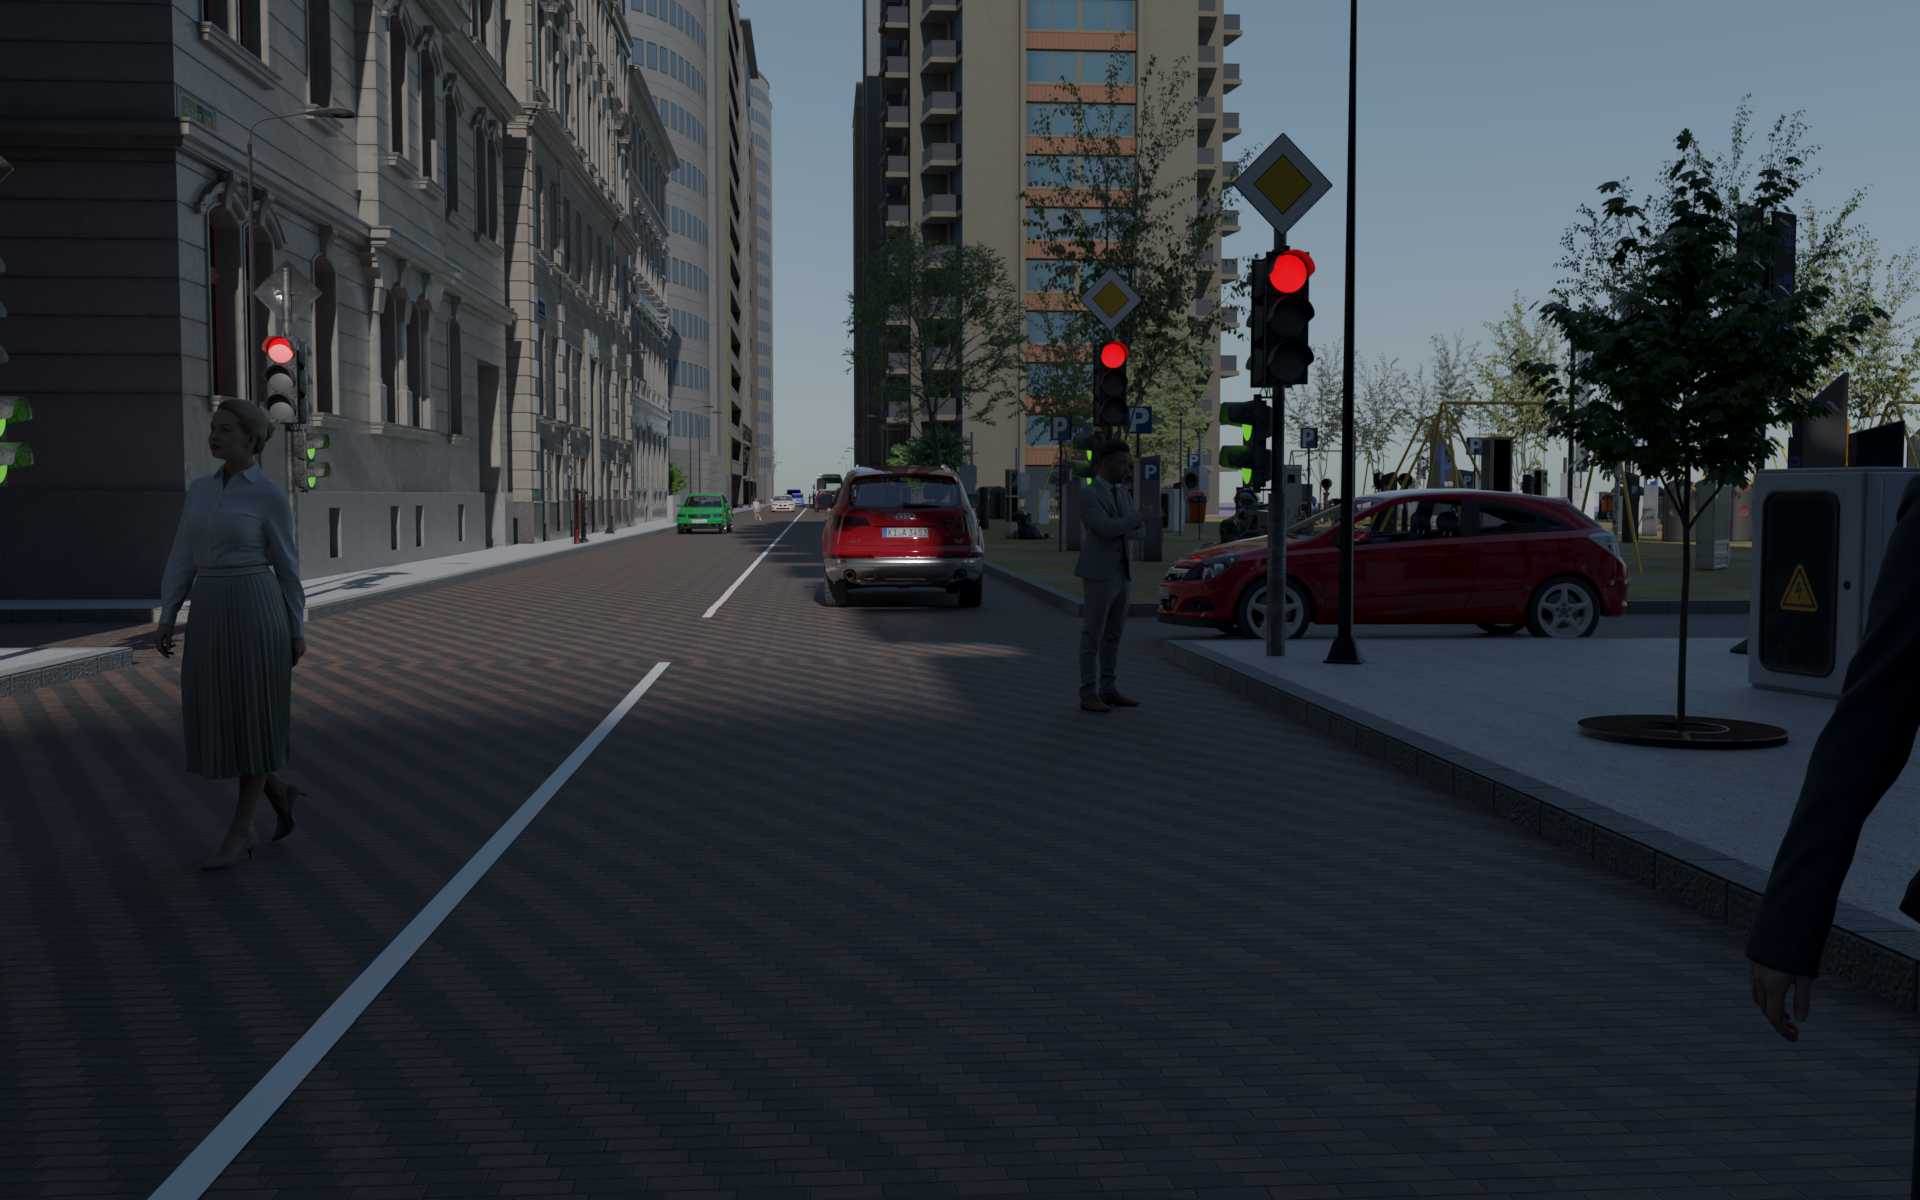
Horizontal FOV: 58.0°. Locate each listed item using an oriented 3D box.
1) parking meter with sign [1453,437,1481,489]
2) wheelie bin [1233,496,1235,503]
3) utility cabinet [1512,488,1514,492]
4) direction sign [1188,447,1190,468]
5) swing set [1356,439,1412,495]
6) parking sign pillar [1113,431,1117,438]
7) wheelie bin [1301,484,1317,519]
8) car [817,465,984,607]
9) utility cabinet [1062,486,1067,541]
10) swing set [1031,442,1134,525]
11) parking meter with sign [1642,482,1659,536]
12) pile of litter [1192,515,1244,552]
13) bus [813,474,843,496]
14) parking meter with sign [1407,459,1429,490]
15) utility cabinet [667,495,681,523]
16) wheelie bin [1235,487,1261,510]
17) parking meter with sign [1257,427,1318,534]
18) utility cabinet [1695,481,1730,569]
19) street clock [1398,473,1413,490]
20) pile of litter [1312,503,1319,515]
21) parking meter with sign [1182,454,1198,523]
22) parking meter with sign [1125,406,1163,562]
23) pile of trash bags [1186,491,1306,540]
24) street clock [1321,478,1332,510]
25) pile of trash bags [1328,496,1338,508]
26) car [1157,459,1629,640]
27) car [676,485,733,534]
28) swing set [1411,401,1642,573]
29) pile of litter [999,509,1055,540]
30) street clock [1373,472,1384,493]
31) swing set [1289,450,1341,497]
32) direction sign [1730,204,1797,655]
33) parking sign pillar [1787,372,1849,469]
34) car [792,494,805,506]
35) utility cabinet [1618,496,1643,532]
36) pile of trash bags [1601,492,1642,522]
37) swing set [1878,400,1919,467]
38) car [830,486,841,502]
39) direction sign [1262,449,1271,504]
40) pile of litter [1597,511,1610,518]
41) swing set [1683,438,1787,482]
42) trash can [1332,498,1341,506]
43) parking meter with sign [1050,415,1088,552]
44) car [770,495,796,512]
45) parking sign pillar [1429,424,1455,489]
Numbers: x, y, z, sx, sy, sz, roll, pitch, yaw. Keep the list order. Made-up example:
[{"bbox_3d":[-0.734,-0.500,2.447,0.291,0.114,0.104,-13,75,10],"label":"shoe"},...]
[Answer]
[{"bbox_3d":[15.675,-3.525,53.898,0.543,3.016,1.738,0,4,-6],"label":"parking meter with sign"},{"bbox_3d":[12.449,-4.163,75.973,0.980,1.594,0.693,1,4,19],"label":"wheelie bin"},{"bbox_3d":[20.781,-3.570,67.054,1.173,1.500,0.318,0,4,7],"label":"utility cabinet"},{"bbox_3d":[10.966,-5.572,83.104,0.379,3.537,0.876,0,4,3],"label":"direction sign"},{"bbox_3d":[9.183,-2.197,33.538,2.862,2.851,3.119,1,4,9],"label":"swing set"},{"bbox_3d":[6.141,-5.204,73.553,1.447,3.967,1.447,-3,4,-37],"label":"parking sign pillar"},{"bbox_3d":[10.410,-2.752,52.903,0.980,1.594,0.693,1,4,13],"label":"wheelie bin"},{"bbox_3d":[-0.819,-0.910,23.560,2.281,1.827,5.304,0,4,-3],"label":"car"},{"bbox_3d":[3.308,-2.301,46.295,1.173,1.500,0.318,1,4,15],"label":"utility cabinet"},{"bbox_3d":[3.949,-3.360,52.557,2.862,2.851,3.119,-3,4,-38],"label":"swing set"},{"bbox_3d":[21.179,-3.479,53.148,0.543,3.016,1.738,1,4,22],"label":"parking meter with sign"},{"bbox_3d":[5.269,-1.313,35.440,1.176,0.858,1.719,2,4,35],"label":"pile of litter"},{"bbox_3d":[-12.514,-10.386,164.672,2.948,3.499,13.247,0,4,-5],"label":"bus"},{"bbox_3d":[22.454,-5.506,86.278,1.738,3.016,0.543,-2,4,-25],"label":"parking meter with sign"},{"bbox_3d":[-12.689,-4.013,76.770,0.306,1.237,1.020,1,4,10],"label":"utility cabinet"},{"bbox_3d":[10.394,-3.315,62.102,0.693,1.594,0.980,1,4,19],"label":"wheelie bin"},{"bbox_3d":[8.486,-2.983,45.040,1.738,3.016,0.543,-2,4,-35],"label":"parking meter with sign"},{"bbox_3d":[12.846,-1.274,29.509,0.318,1.500,1.173,2,4,35],"label":"utility cabinet"},{"bbox_3d":[15.161,-3.331,59.026,0.471,2.002,0.358,0,4,-3],"label":"street clock"},{"bbox_3d":[20.489,-5.152,98.206,1.719,0.858,1.176,3,4,39],"label":"pile of litter"},{"bbox_3d":[9.982,-4.894,76.273,0.543,3.016,1.738,-1,4,-12],"label":"parking meter with sign"},{"bbox_3d":[3.606,-2.282,33.573,0.543,3.016,1.738,0,4,-5],"label":"parking meter with sign"},{"bbox_3d":[8.106,-2.406,49.097,3.447,1.369,1.912,0,4,-6],"label":"pile of trash bags"},{"bbox_3d":[16.790,-4.575,79.371,0.471,2.002,0.358,3,5,44],"label":"street clock"},{"bbox_3d":[21.357,-5.145,93.868,3.447,1.369,1.912,1,4,12],"label":"pile of trash bags"},{"bbox_3d":[4.172,-0.484,16.950,4.494,1.783,2.155,0,4,-3],"label":"car"},{"bbox_3d":[-9.324,-3.339,63.391,1.959,1.807,4.718,0,4,-3],"label":"car"},{"bbox_3d":[9.656,-1.936,29.274,3.119,2.851,2.862,0,4,-3],"label":"swing set"},{"bbox_3d":[1.914,-2.154,49.184,1.176,0.858,1.719,-3,5,-39],"label":"pile of litter"},{"bbox_3d":[13.987,-3.260,57.875,0.358,2.002,0.471,3,4,36],"label":"street clock"},{"bbox_3d":[13.322,-3.919,61.703,3.119,2.851,2.862,0,4,-2],"label":"swing set"},{"bbox_3d":[6.418,-1.338,13.869,0.876,3.537,0.379,-3,4,-38],"label":"direction sign"},{"bbox_3d":[18.900,-3.042,38.205,1.447,3.967,1.447,-1,4,-21],"label":"parking sign pillar"},{"bbox_3d":[-18.967,-11.744,201.604,1.945,1.707,3.694,0,4,-6],"label":"car"},{"bbox_3d":[22.957,-2.927,59.024,1.020,1.237,0.306,-1,4,-14],"label":"utility cabinet"},{"bbox_3d":[30.589,-4.161,77.789,3.447,1.369,1.912,2,4,25],"label":"pile of trash bags"},{"bbox_3d":[17.042,-1.936,29.278,3.119,2.851,2.862,-1,4,-12],"label":"swing set"},{"bbox_3d":[-5.129,-4.502,82.283,2.281,1.827,5.304,0,4,-5],"label":"car"},{"bbox_3d":[15.298,-5.832,87.353,0.379,3.537,0.876,-3,5,-45],"label":"direction sign"},{"bbox_3d":[34.324,-4.749,91.616,1.719,0.858,1.176,-3,5,-43],"label":"pile of litter"},{"bbox_3d":[22.637,-3.202,49.969,2.862,2.851,3.119,0,4,-5],"label":"swing set"},{"bbox_3d":[12.917,-2.863,58.467,0.748,1.137,0.748,0,3,0],"label":"trash can"},{"bbox_3d":[2.783,-2.622,39.133,0.543,3.016,1.738,3,5,41],"label":"parking meter with sign"},{"bbox_3d":[-14.017,-7.644,137.339,2.083,1.381,4.827,0,4,-5],"label":"car"},{"bbox_3d":[18.584,-4.787,66.735,1.447,3.967,1.447,3,5,44],"label":"parking sign pillar"}]
